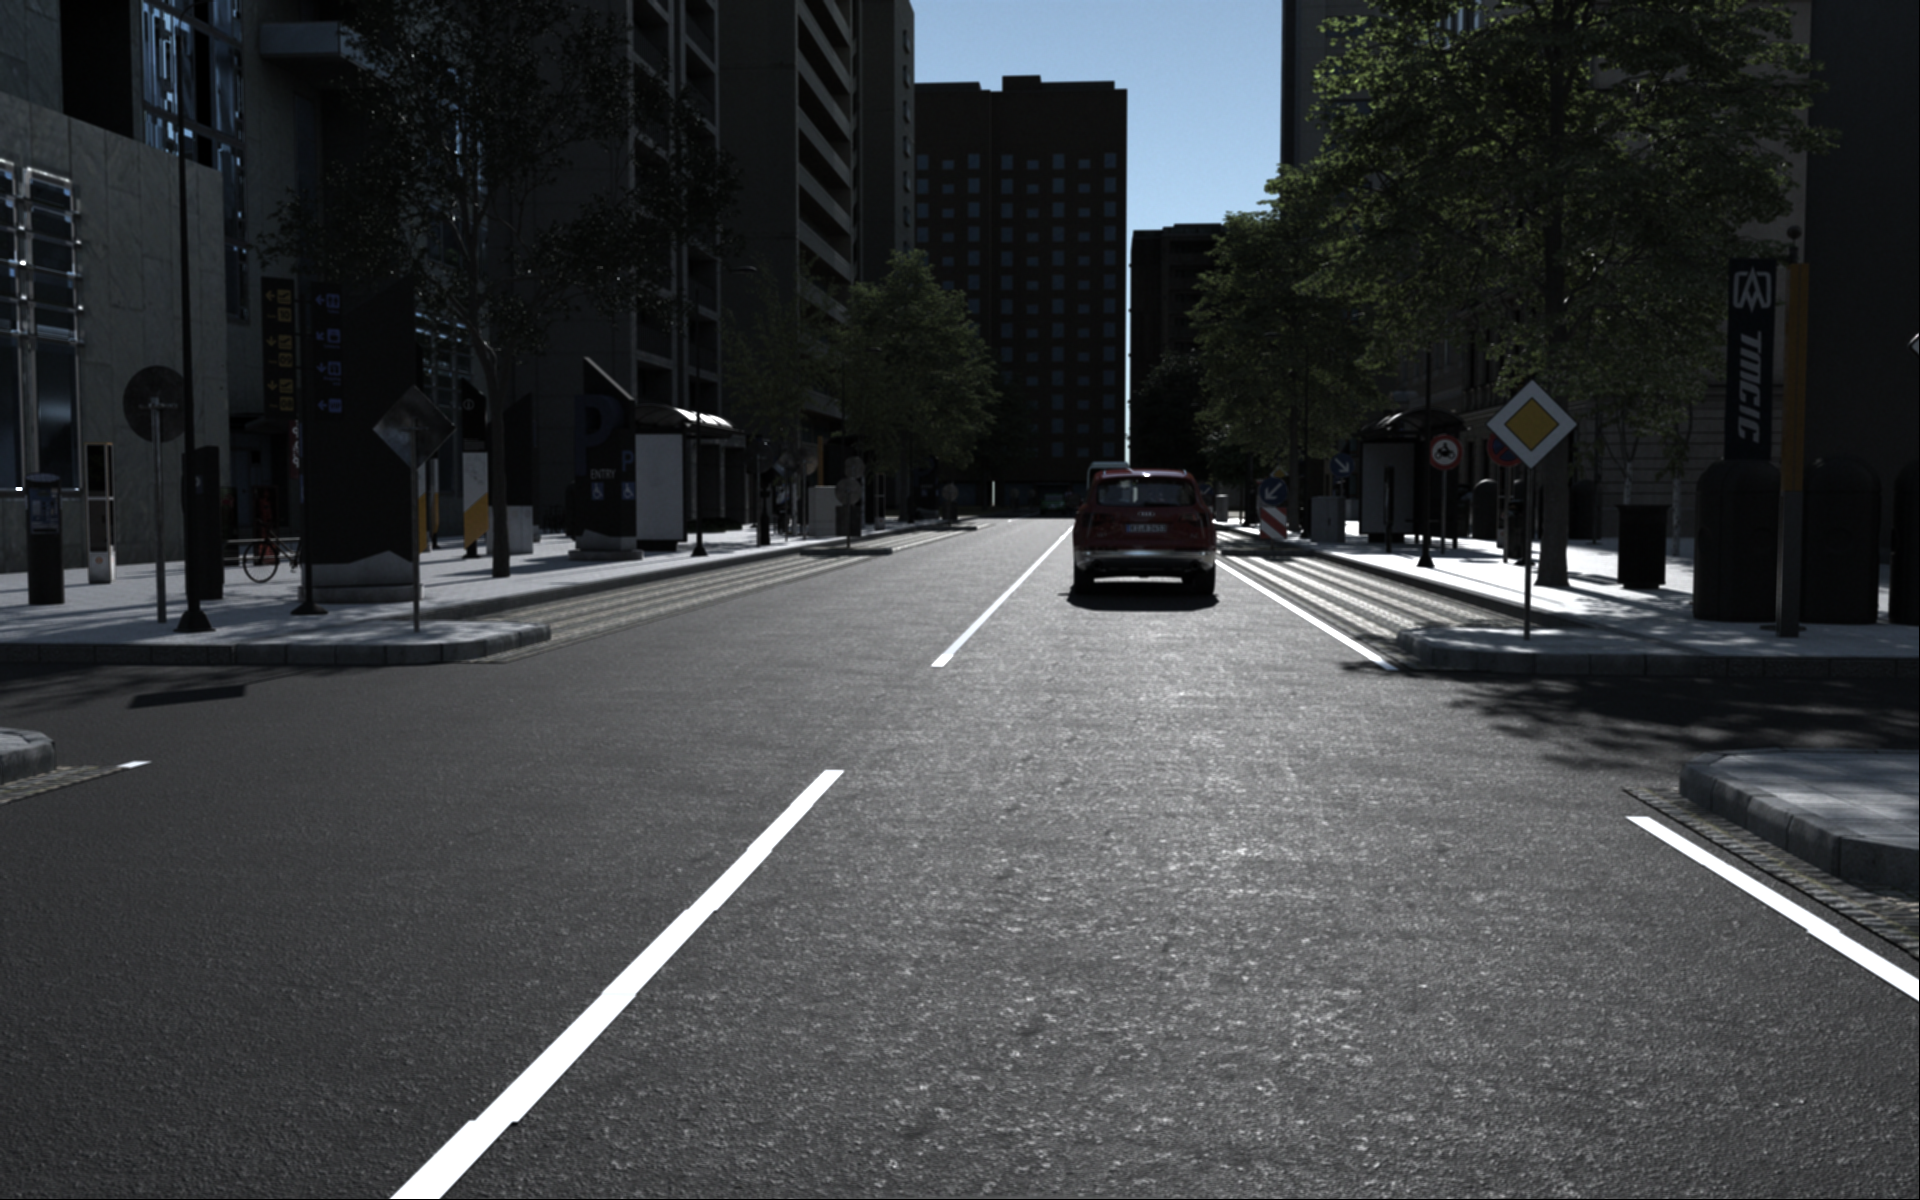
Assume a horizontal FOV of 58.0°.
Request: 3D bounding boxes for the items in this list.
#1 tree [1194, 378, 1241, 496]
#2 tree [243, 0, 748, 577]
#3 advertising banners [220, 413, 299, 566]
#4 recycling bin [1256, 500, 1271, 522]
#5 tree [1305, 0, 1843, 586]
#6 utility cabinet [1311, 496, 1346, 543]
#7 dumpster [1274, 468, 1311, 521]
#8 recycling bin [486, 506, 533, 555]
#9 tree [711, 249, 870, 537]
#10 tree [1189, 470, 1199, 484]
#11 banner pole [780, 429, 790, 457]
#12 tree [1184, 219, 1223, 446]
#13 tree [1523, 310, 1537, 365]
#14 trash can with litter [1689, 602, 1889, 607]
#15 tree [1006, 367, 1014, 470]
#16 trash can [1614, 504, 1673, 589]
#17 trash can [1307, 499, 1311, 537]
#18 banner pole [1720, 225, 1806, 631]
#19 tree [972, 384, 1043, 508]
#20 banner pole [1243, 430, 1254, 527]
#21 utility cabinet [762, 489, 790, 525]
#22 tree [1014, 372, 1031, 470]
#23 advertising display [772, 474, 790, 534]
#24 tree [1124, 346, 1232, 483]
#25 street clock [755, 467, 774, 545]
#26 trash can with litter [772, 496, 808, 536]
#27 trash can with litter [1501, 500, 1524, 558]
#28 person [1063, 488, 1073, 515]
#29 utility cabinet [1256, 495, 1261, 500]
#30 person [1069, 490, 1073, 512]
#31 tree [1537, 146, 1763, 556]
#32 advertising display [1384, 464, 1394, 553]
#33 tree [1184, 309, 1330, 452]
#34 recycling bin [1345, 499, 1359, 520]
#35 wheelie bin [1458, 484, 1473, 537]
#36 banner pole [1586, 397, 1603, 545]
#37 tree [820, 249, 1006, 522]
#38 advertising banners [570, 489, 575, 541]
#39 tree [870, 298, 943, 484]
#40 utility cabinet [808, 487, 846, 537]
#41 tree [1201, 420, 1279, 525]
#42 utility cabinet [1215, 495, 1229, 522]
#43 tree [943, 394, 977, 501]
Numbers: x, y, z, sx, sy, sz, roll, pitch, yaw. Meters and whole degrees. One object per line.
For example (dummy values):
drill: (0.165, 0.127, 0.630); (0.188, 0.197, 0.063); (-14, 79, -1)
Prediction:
tree: (15.591, -9.310, 102.576); (4.360, 8.622, 3.978); (0, 3, 0)
tree: (-6.983, -5.649, 26.779); (8.767, 10.594, 7.601); (1, 4, 14)
advertising banners: (-12.556, -2.142, 31.202); (0.090, 3.025, 2.074); (3, 5, 39)
recycling bin: (13.696, -4.053, 78.814); (0.722, 1.027, 0.722); (-1, 4, -19)
tree: (8.214, -6.495, 24.327); (7.486, 12.596, 7.792); (0, 3, 0)
utility cabinet: (9.776, -2.132, 46.017); (0.306, 1.237, 1.020); (-2, 4, -32)
dumpster: (12.564, -3.898, 66.230); (1.502, 2.255, 1.985); (0, 4, 5)
recycling bin: (-9.644, -1.500, 37.073); (0.722, 1.027, 0.722); (2, 4, 32)
tree: (-5.156, -6.174, 51.314); (4.737, 8.622, 4.395); (0, 3, 0)
tree: (17.939, -8.595, 135.123); (1.663, 3.219, 1.824); (0, 3, 0)
banner pole: (-6.744, -4.673, 66.422); (0.401, 3.779, 0.863); (-3, 4, -36)
tree: (11.392, -8.630, 59.223); (7.486, 12.596, 7.792); (0, 3, 0)
tree: (15.324, -5.475, 39.872); (4.737, 8.622, 4.395); (0, 3, 0)
trash can with litter: (9.720, -0.556, 20.147); (2.233, 1.210, 1.678); (2, 4, 24)
tree: (-1.288, -10.805, 94.796); (7.486, 12.596, 7.792); (0, 3, 0)
trash can: (9.263, -0.726, 23.519); (0.748, 1.137, 0.748); (0, 3, 0)
trash can: (10.570, -2.432, 51.419); (0.748, 1.137, 0.748); (0, 3, 0)
banner pole: (7.547, -1.604, 16.237); (0.863, 3.779, 0.401); (0, 4, -5)
tree: (3.927, -14.485, 162.579); (9.928, 11.665, 9.643); (0, 3, 0)
banner pole: (11.286, -4.725, 67.274); (0.401, 3.779, 0.863); (0, 4, -4)
utility cabinet: (-7.617, -3.855, 71.704); (1.173, 1.500, 0.318); (1, 4, 21)
tree: (1.834, -13.191, 133.800); (7.486, 12.596, 7.792); (0, 3, 0)
advertising display: (-5.831, -3.136, 56.482); (0.123, 1.923, 0.974); (2, 4, 23)
tree: (19.036, -14.892, 150.146); (9.857, 13.997, 8.962); (0, 3, 0)
street clock: (-4.921, -2.388, 43.616); (0.358, 2.002, 0.471); (3, 4, 38)
trash can with litter: (-4.895, -2.580, 53.241); (1.678, 1.210, 2.233); (-3, 4, -39)
trash can with litter: (11.154, -1.436, 34.873); (0.624, 1.170, 1.055); (1, 4, 11)
person: (7.306, -6.639, 116.921); (0.709, 1.838, 0.599); (1, 4, 9)
utility cabinet: (14.852, -4.478, 84.372); (1.020, 1.237, 0.306); (1, 4, 9)
person: (8.533, -7.749, 135.720); (0.750, 1.759, 0.617); (-2, 4, -30)
tree: (14.530, -5.207, 35.499); (4.737, 8.622, 4.395); (0, 3, 0)
advertising display: (9.402, -2.004, 37.982); (0.123, 1.923, 0.974); (1, 4, 9)
tree: (13.955, -8.971, 81.094); (7.601, 10.594, 8.767); (1, 4, 13)
recycling bin: (19.261, -4.430, 84.977); (0.722, 1.027, 0.722); (-1, 4, -20)
wheelie bin: (14.992, -2.691, 51.900); (0.980, 1.594, 0.693); (1, 4, 19)
banner pole: (16.134, -3.289, 43.798); (0.401, 3.779, 0.863); (0, 4, 8)
tree: (-2.628, -9.907, 80.106); (7.486, 12.596, 7.792); (0, 3, 0)
advertising banners: (-10.353, -3.191, 48.368); (0.090, 3.025, 2.074); (1, 4, 16)
tree: (-3.363, -6.963, 64.205); (4.737, 8.622, 4.395); (0, 3, 0)
utility cabinet: (-3.969, -2.593, 51.078); (0.318, 1.500, 1.173); (3, 5, 40)
tree: (11.812, -5.473, 73.193); (4.285, 4.588, 4.351); (0, 3, 0)
utility cabinet: (12.145, -4.234, 80.383); (0.306, 1.237, 1.020); (-1, 4, -10)
tree: (-0.668, -9.512, 105.879); (4.737, 8.622, 4.395); (0, 3, 0)
